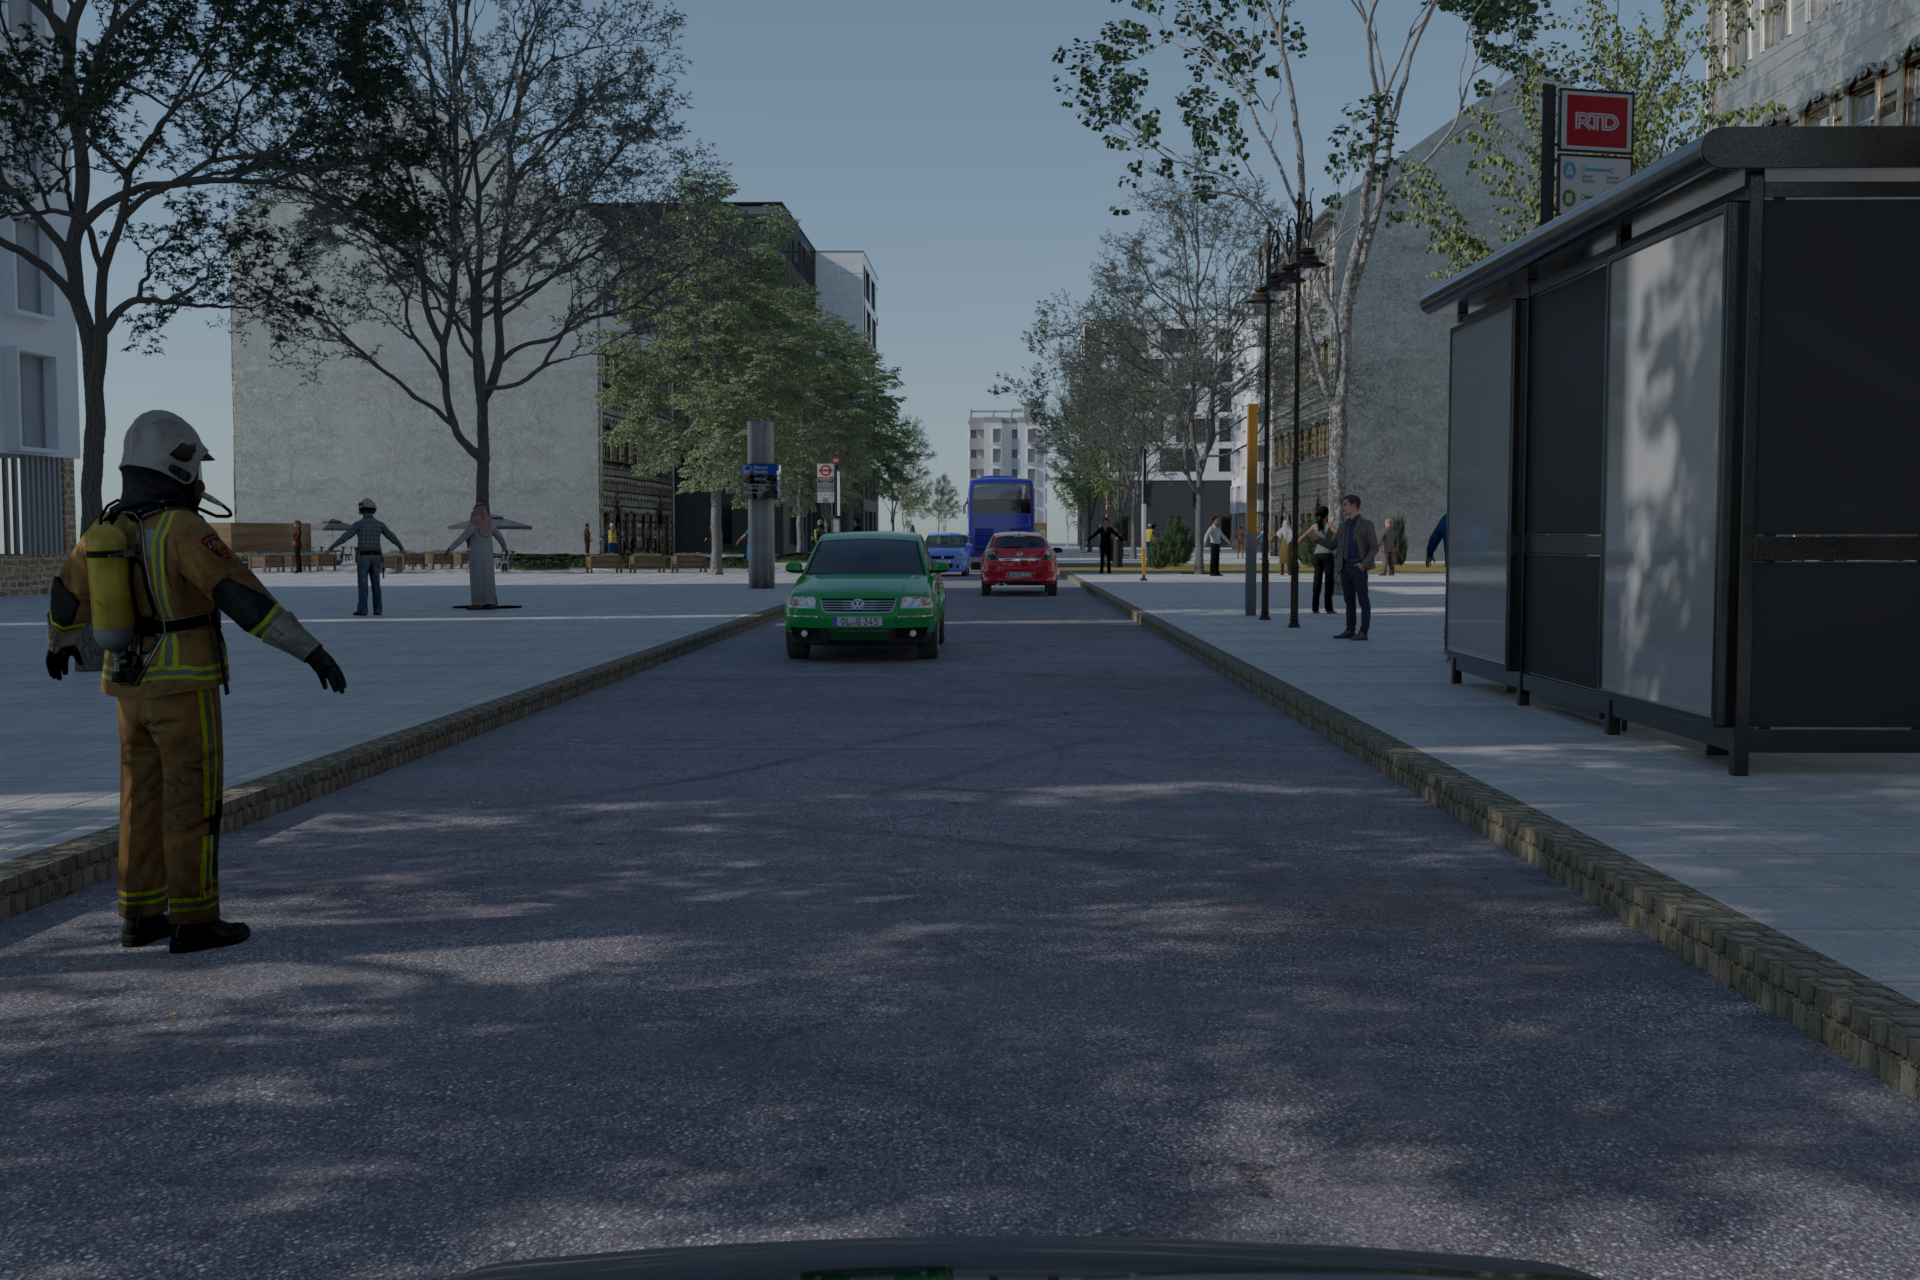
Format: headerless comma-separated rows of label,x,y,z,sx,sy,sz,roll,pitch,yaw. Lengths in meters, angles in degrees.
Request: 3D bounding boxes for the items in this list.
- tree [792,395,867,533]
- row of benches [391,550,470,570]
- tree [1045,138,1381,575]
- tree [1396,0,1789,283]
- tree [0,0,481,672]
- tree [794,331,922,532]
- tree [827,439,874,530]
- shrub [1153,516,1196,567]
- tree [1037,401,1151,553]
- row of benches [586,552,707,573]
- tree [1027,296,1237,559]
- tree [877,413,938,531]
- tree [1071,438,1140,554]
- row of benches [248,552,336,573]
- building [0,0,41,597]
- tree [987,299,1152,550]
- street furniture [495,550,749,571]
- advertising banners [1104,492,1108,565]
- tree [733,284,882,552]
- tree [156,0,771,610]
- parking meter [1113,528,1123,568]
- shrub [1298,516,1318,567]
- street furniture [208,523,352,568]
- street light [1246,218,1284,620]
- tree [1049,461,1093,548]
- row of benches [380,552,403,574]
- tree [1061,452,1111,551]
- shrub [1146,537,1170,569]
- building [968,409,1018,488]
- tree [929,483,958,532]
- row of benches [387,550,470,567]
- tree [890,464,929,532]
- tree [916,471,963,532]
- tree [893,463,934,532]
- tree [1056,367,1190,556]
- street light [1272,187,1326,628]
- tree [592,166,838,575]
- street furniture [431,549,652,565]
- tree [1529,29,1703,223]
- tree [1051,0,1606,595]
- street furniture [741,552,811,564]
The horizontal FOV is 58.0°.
tree,-7.208,-8.517,89.611,4.360,8.622,3.978,0,3,0
row of benches,-19.204,-2.958,63.819,1.422,0.672,4.104,2,4,28
tree,7.545,-8.831,54.760,12.009,13.543,11.850,0,3,0
tree,7.761,-4.320,20.992,4.737,8.622,4.395,0,3,0
tree,-7.923,-5.002,16.192,8.767,10.594,7.601,3,5,40
tree,-5.997,-10.911,96.526,7.486,12.596,7.792,0,3,0
tree,-6.769,-9.384,103.796,4.737,8.622,4.395,0,3,0
shrub,8.494,-3.918,68.484,1.690,2.028,1.600,0,3,0
tree,9.244,-11.932,120.837,9.928,11.665,9.643,0,3,0
row of benches,-10.314,-2.573,57.539,4.104,0.672,1.422,-2,4,-25
tree,8.911,-10.890,88.429,12.009,13.543,11.850,0,3,0
tree,-5.736,-13.651,148.944,9.928,11.665,9.643,0,3,0
tree,9.364,-9.931,112.732,4.737,8.622,4.395,0,3,0
row of benches,-22.854,-2.697,59.555,1.422,0.672,4.104,1,4,15
building,-24.583,-10.301,24.842,16.016,20.090,11.380,0,4,0
tree,8.995,-17.396,140.308,12.611,20.169,13.585,0,3,0
street furniture,-11.989,-2.953,63.911,10.072,0.657,5.734,-1,4,-16
advertising banners,6.079,-4.663,72.420,0.090,3.025,2.074,0,4,2
tree,-7.120,-9.862,79.377,7.486,12.596,7.792,0,3,0
tree,-8.286,-7.281,29.414,12.009,13.543,11.850,0,3,0
parking meter,6.048,-3.544,66.347,0.372,1.533,0.369,0,3,0
shrub,13.761,-3.852,67.404,1.690,2.028,1.600,0,3,0
street furniture,-29.221,-3.765,68.414,11.010,1.723,9.812,1,4,14
street light,4.563,-3.239,25.748,0.468,5.910,1.993,0,4,1
tree,10.296,-12.952,162.134,4.737,8.622,4.395,0,3,0
row of benches,-18.967,-2.580,57.642,1.422,0.672,4.104,-1,4,-15
tree,9.240,-10.934,129.136,4.737,8.622,4.395,0,3,0
shrub,7.261,-3.204,63.497,1.383,1.207,1.383,0,3,0
building,1.485,-24.044,251.994,11.380,20.090,16.016,0,4,-5
tree,-1.874,-18.192,247.808,4.360,8.622,3.978,0,3,0
row of benches,-20.652,-3.207,67.899,4.104,0.672,1.422,0,4,7
tree,-5.057,-12.993,162.804,4.737,8.622,4.395,0,3,0
tree,-2.936,-19.580,254.536,7.601,10.594,8.767,0,4,2
tree,-5.061,-12.712,158.200,4.360,8.622,3.978,0,3,0
tree,9.584,-10.773,101.892,9.928,11.665,9.643,0,3,0
street light,4.586,-3.107,23.591,0.468,5.910,1.993,0,4,1
tree,-7.750,-8.343,54.532,7.486,12.596,7.792,0,3,0
street furniture,-17.817,-3.570,73.989,10.072,0.657,5.734,0,4,-6
tree,26.804,-12.914,67.026,12.611,20.169,13.585,0,3,0
tree,7.989,-11.092,37.239,12.611,20.169,13.585,0,3,0
street furniture,-6.207,-3.663,75.510,10.072,0.657,5.734,2,4,35
